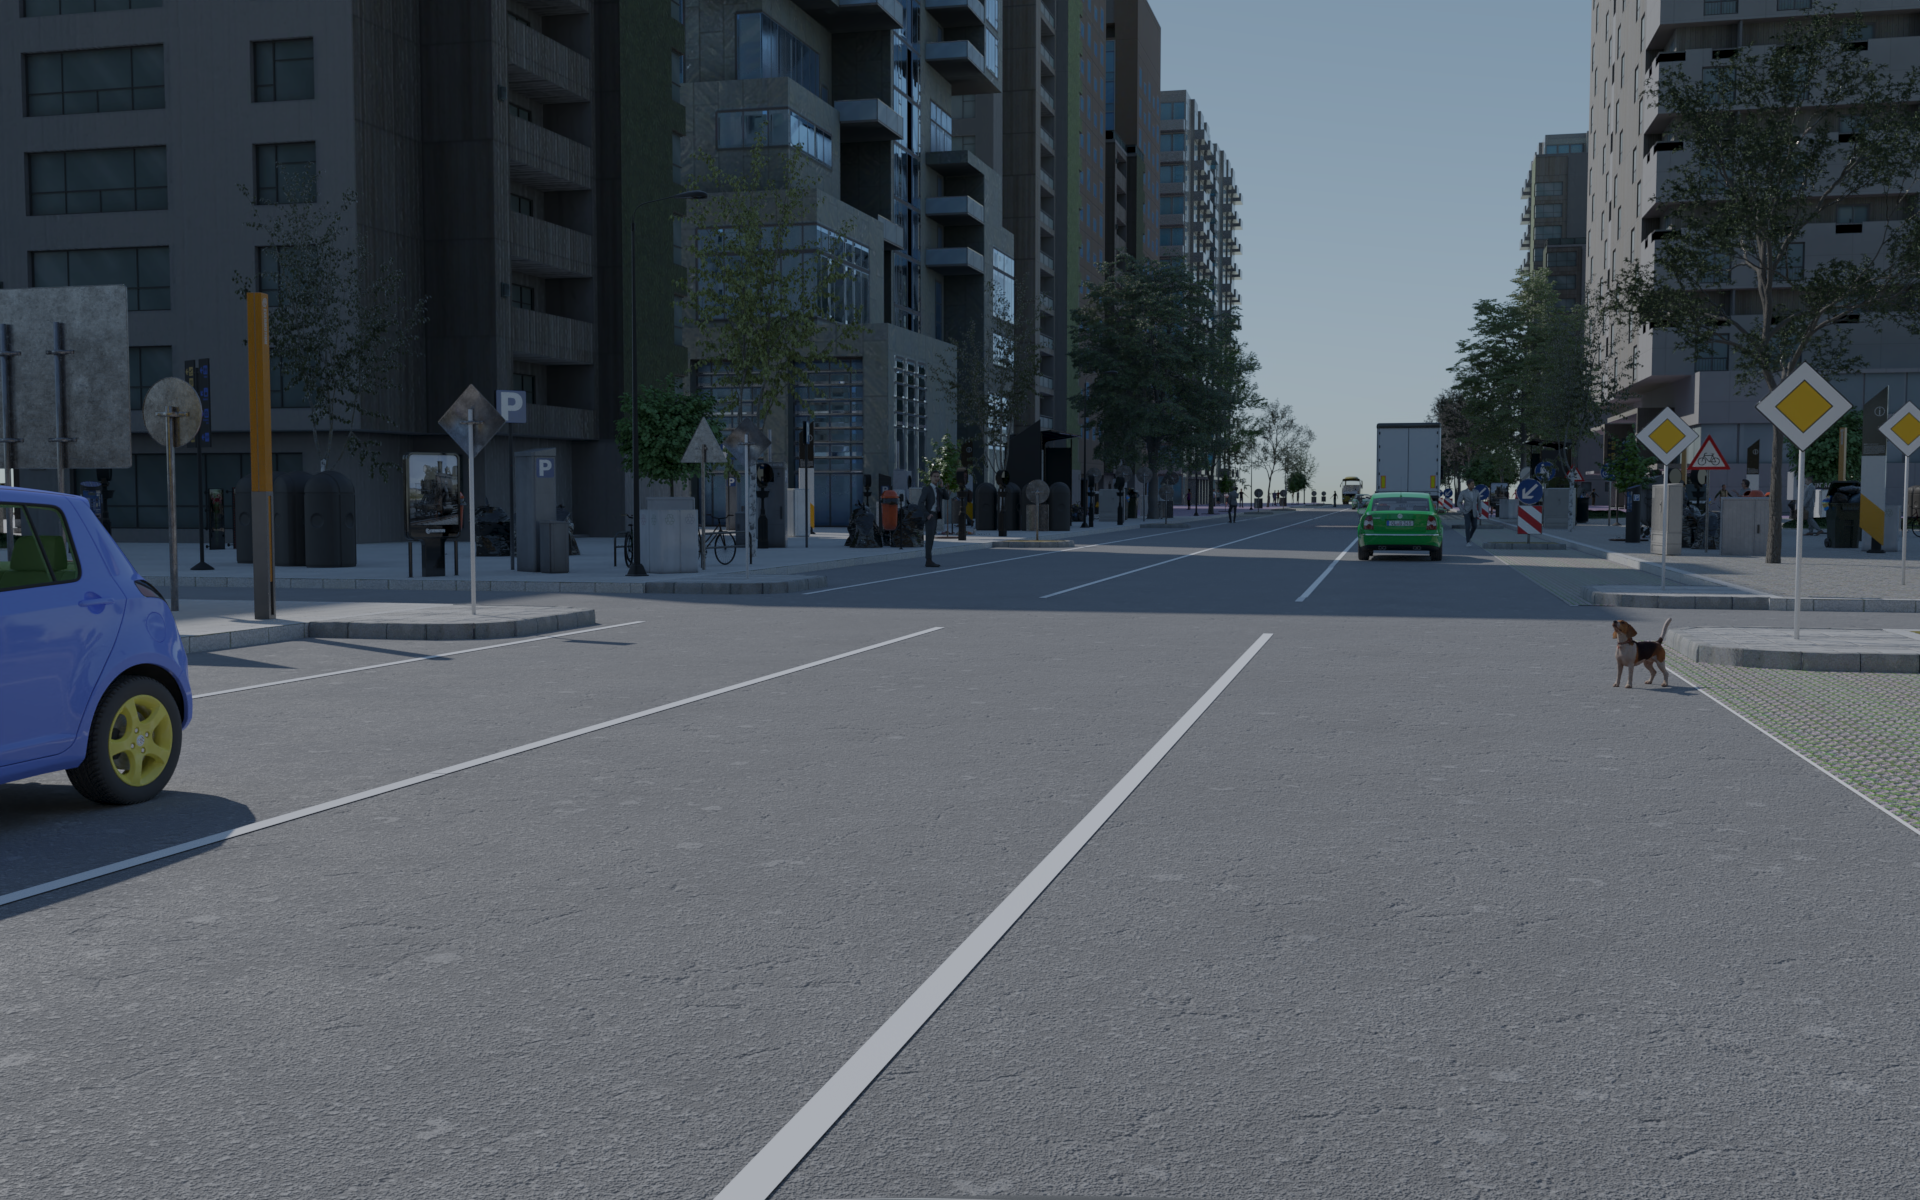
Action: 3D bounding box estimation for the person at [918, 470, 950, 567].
[{"bbox_3d":[-0.500,-1.608,34.152,0.474,1.900,0.648,2,4,25],"label":"person"}]

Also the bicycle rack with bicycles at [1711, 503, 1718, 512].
[{"bbox_3d":[30.466,-3.342,68.029,2.852,0.926,2.925,0,4,-4],"label":"bicycle rack with bicycles"}]

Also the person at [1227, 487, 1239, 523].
[{"bbox_3d":[13.617,-4.750,86.346,0.592,1.802,0.473,1,4,9],"label":"person"}]

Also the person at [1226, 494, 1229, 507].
[{"bbox_3d":[26.533,-9.962,172.108,0.799,1.438,0.628,2,4,35],"label":"person"}]

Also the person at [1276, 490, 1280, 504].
[{"bbox_3d":[42.037,-13.631,228.850,1.348,1.831,0.705,0,4,-6],"label":"person"}]

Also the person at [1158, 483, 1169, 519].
[{"bbox_3d":[10.335,-5.013,87.878,0.514,1.842,0.818,-1,4,-10],"label":"person"}]

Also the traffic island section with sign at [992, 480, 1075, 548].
[{"bbox_3d":[2.061,-2.355,47.126,1.989,1.847,2.006,1,4,14],"label":"traffic island section with sign"}]

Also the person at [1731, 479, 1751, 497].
[{"bbox_3d":[25.976,-3.135,57.655,0.532,1.782,0.716,-1,4,-11],"label":"person"}]

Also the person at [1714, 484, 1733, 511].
[{"bbox_3d":[42.364,-5.499,96.052,1.348,1.812,0.705,-1,4,-14],"label":"person"}]

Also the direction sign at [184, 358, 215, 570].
[{"bbox_3d":[-12.817,-2.275,29.194,0.876,3.537,0.379,3,5,42],"label":"direction sign"}]

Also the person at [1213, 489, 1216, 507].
[{"bbox_3d":[25.647,-10.346,175.183,0.705,1.826,1.348,-1,4,-15],"label":"person"}]

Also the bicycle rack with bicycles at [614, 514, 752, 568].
[{"bbox_3d":[-5.149,-1.081,31.061,2.852,0.926,2.925,1,4,23],"label":"bicycle rack with bicycles"}]

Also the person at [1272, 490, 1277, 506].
[{"bbox_3d":[33.680,-10.907,185.294,0.541,1.710,0.530,3,5,43],"label":"person"}]

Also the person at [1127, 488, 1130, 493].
[{"bbox_3d":[12.207,-7.228,124.736,1.217,1.766,0.721,1,4,19],"label":"person"}]

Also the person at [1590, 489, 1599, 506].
[{"bbox_3d":[67.824,-10.985,185.282,1.348,1.869,0.705,-2,4,-27],"label":"person"}]

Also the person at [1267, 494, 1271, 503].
[{"bbox_3d":[44.700,-14.893,250.346,0.445,1.727,0.742,3,5,41],"label":"person"}]

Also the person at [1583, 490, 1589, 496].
[{"bbox_3d":[64.943,-10.621,180.381,1.217,1.739,0.721,0,4,6],"label":"person"}]

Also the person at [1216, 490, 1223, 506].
[{"bbox_3d":[28.056,-11.084,188.046,1.217,1.735,0.721,-1,4,-16],"label":"person"}]

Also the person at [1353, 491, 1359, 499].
[{"bbox_3d":[41.950,-10.615,182.603,0.990,1.755,0.434,1,4,21],"label":"person"}]

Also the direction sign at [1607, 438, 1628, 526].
[{"bbox_3d":[26.724,-4.791,70.334,0.876,3.537,0.379,2,4,25],"label":"direction sign"}]

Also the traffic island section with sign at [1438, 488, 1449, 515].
[{"bbox_3d":[33.320,-6.734,118.729,1.989,1.847,2.006,1,4,14],"label":"traffic island section with sign"}]

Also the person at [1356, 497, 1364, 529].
[{"bbox_3d":[16.301,-3.519,70.306,0.394,1.301,0.425,2,4,25],"label":"person"}]

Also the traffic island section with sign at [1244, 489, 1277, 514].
[{"bbox_3d":[21.153,-6.962,122.464,1.989,1.847,2.006,1,4,14],"label":"traffic island section with sign"}]

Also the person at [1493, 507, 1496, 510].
[{"bbox_3d":[43.028,-8.159,139.397,1.348,1.831,0.705,-2,4,-33],"label":"person"}]

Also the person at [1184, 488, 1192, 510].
[{"bbox_3d":[18.606,-8.231,141.306,0.721,1.739,1.217,-1,4,-23],"label":"person"}]

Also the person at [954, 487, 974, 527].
[{"bbox_3d":[0.167,-3.706,66.594,0.822,1.834,0.622,0,4,-6],"label":"person"}]

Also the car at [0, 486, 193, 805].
[{"bbox_3d":[-4.882,0.162,6.936,1.945,1.707,3.694,1,4,13],"label":"car"}]

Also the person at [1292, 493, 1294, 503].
[{"bbox_3d":[47.485,-14.725,247.317,0.721,1.766,1.217,0,4,1],"label":"person"}]

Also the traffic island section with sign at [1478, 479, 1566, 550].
[{"bbox_3d":[14.721,-2.242,45.278,1.989,1.847,2.006,1,4,14],"label":"traffic island section with sign"}]

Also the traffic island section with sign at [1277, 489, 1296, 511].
[{"bbox_3d":[27.831,-8.571,148.759,1.989,1.847,2.006,1,4,14],"label":"traffic island section with sign"}]

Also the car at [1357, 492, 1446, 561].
[{"bbox_3d":[9.859,-1.829,38.705,1.959,1.807,4.718,1,4,15],"label":"car"}]

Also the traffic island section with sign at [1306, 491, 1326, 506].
[{"bbox_3d":[41.491,-11.867,202.660,1.989,1.847,2.006,1,4,14],"label":"traffic island section with sign"}]

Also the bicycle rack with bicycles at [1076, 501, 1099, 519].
[{"bbox_3d":[5.583,-4.501,86.981,2.925,0.926,2.852,1,4,11],"label":"bicycle rack with bicycles"}]

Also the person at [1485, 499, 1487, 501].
[{"bbox_3d":[72.076,-14.140,237.231,1.348,1.824,0.705,0,4,4],"label":"person"}]

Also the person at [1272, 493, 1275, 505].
[{"bbox_3d":[36.033,-11.582,198.643,0.697,1.427,0.421,-2,4,-35],"label":"person"}]

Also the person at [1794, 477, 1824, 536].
[{"bbox_3d":[26.200,-2.891,53.429,0.853,1.813,0.709,2,4,25],"label":"person"}]

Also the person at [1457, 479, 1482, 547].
[{"bbox_3d":[13.849,-2.373,47.147,0.661,1.843,0.795,0,4,-3],"label":"person"}]

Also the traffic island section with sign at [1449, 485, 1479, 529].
[{"bbox_3d":[21.338,-3.841,71.434,1.989,1.847,2.006,1,4,14],"label":"traffic island section with sign"}]

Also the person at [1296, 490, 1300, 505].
[{"bbox_3d":[40.948,-12.467,209.888,0.705,1.824,1.348,1,4,17],"label":"person"}]

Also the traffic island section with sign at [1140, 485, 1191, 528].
[{"bbox_3d":[8.771,-3.975,73.627,1.989,1.847,2.006,1,4,14],"label":"traffic island section with sign"}]

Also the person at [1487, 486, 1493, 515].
[{"bbox_3d":[33.213,-6.265,108.481,1.348,1.824,0.705,1,4,9],"label":"person"}]

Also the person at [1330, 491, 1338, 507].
[{"bbox_3d":[40.923,-11.051,189.190,1.348,1.822,0.705,-3,5,-41],"label":"person"}]

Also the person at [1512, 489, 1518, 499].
[{"bbox_3d":[46.474,-8.420,144.431,1.217,1.743,0.721,-1,4,-22],"label":"person"}]

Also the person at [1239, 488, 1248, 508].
[{"bbox_3d":[26.382,-9.558,162.327,1.348,1.822,0.705,-1,4,-13],"label":"person"}]

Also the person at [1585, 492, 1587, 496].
[{"bbox_3d":[36.158,-5.602,100.872,0.697,1.427,0.421,2,4,24],"label":"person"}]

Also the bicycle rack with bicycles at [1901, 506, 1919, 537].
[{"bbox_3d":[29.347,-2.315,51.238,2.852,0.926,2.925,-1,4,-15],"label":"bicycle rack with bicycles"}]

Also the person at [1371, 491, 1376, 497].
[{"bbox_3d":[49.928,-12.211,208.241,1.348,1.812,0.705,1,4,20],"label":"person"}]
